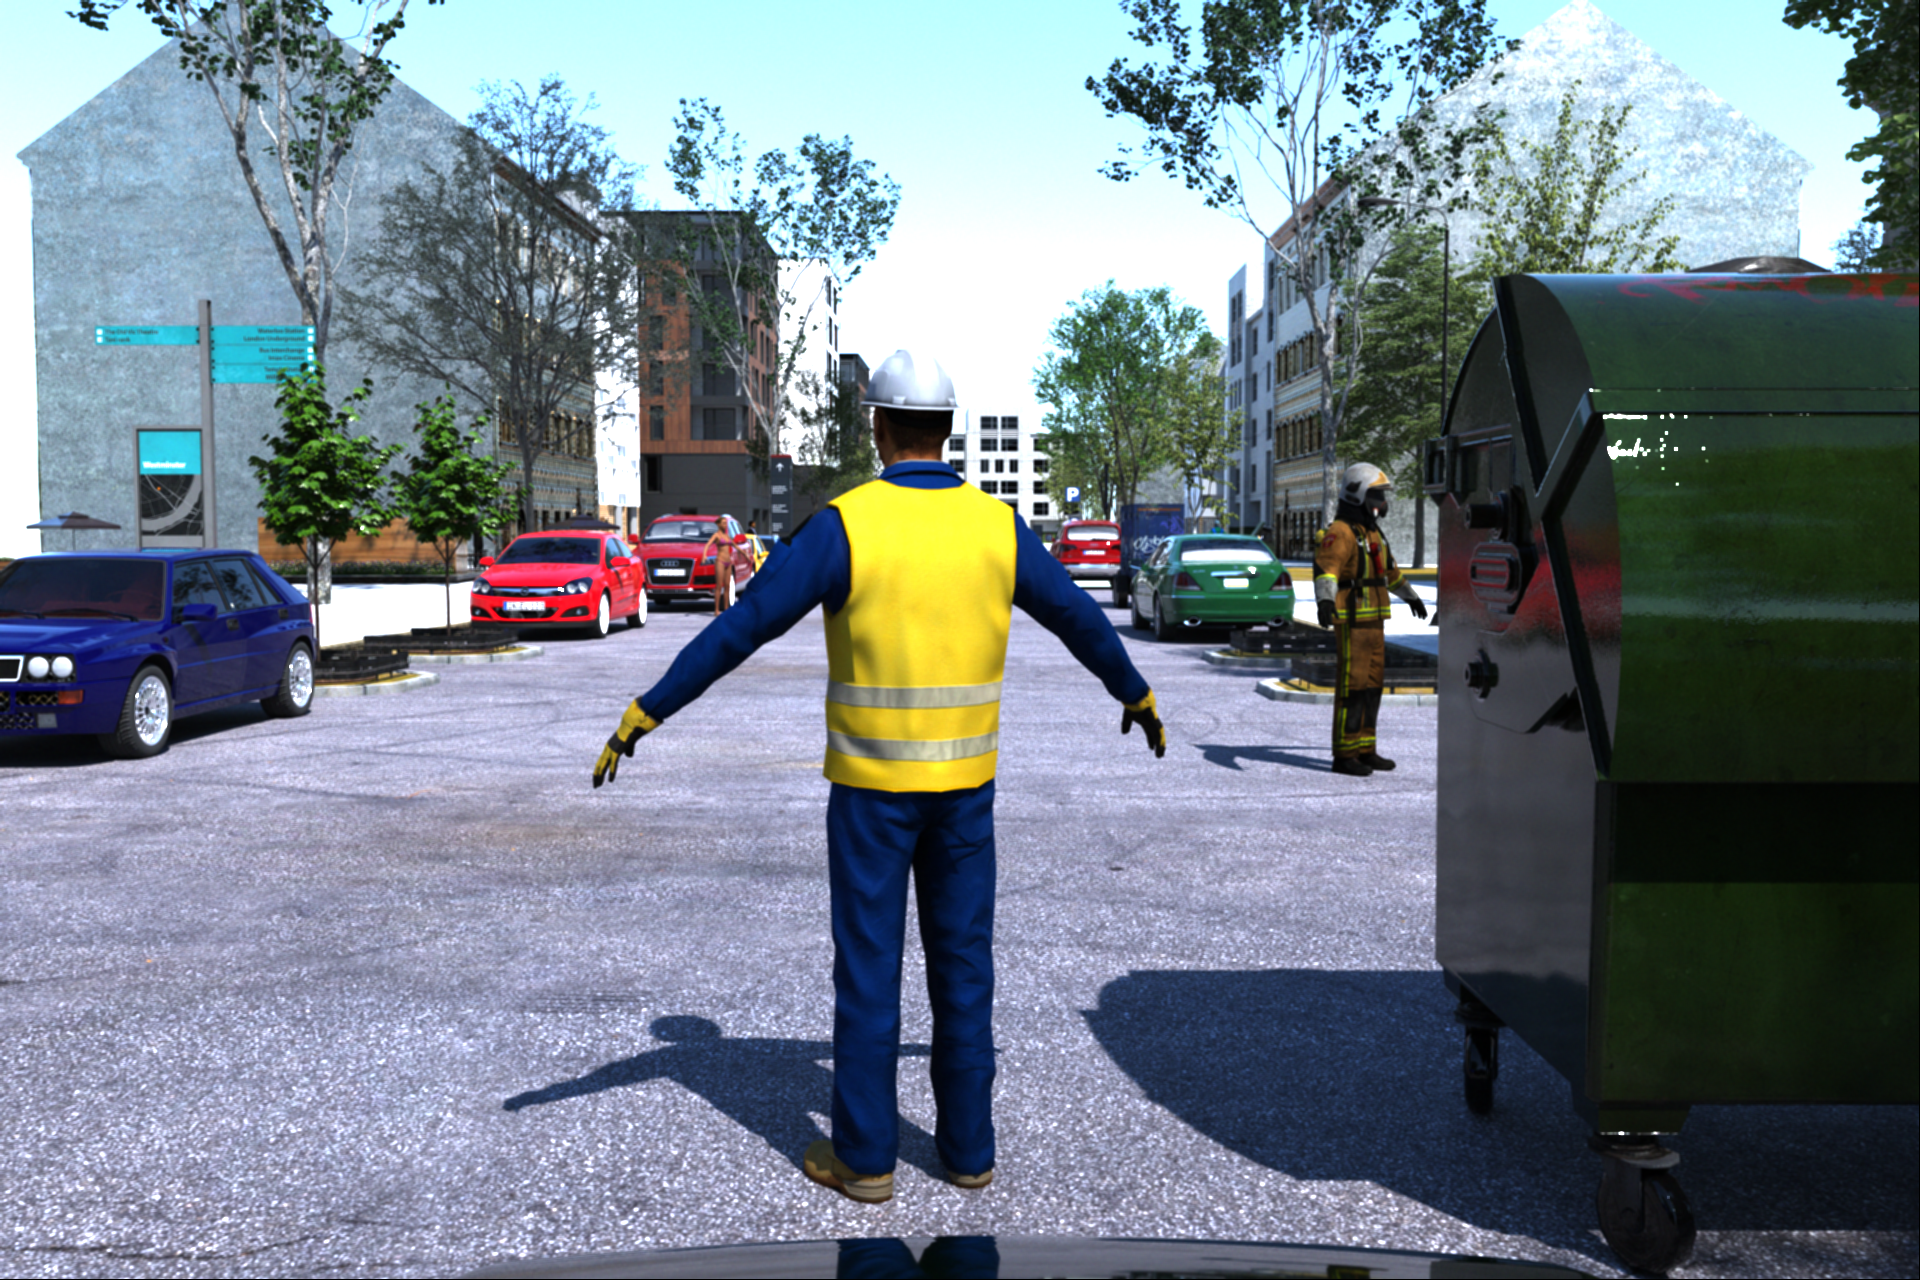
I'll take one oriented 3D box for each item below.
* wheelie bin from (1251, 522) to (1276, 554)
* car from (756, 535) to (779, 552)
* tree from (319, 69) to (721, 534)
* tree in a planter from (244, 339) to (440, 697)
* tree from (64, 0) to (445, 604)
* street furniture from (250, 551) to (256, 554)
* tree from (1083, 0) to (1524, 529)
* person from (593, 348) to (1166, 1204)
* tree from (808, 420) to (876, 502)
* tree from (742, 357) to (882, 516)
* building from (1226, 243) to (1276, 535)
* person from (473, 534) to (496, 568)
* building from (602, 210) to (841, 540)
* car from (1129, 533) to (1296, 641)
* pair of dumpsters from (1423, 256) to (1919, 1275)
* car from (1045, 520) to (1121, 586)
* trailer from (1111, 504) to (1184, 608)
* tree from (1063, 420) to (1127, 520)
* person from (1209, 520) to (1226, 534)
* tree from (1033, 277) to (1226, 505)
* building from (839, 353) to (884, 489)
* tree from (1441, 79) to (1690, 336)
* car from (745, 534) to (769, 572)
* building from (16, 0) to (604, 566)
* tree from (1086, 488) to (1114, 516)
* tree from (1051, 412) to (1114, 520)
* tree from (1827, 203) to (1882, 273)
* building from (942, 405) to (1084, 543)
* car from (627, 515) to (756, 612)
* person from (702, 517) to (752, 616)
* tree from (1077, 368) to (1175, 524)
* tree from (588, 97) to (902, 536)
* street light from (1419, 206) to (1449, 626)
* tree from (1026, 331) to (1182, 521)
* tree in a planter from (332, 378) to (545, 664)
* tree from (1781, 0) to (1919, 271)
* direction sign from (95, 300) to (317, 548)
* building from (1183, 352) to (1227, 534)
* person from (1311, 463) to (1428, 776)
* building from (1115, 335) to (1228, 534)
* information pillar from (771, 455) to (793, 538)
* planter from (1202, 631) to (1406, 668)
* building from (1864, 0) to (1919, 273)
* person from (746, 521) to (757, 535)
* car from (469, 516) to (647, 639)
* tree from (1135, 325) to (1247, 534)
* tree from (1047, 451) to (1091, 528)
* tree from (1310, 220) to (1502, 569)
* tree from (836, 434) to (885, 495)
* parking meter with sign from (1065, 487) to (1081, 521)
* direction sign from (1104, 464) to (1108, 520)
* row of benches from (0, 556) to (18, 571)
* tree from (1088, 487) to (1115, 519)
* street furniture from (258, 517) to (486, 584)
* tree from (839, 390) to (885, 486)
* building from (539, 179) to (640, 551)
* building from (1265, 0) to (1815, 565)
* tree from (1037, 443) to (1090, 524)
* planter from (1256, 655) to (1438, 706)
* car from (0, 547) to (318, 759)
[{"bbox_3d":[7.668,-2.209,44.026,0.693,1.594,0.980,0,4,0],"label":"wheelie bin"},{"bbox_3d":[-5.565,-2.115,46.584,2.014,1.417,4.499,0,4,1],"label":"car"},{"bbox_3d":[-11.546,-8.310,46.245,12.009,13.543,11.850,0,3,0],"label":"tree"},{"bbox_3d":[-5.999,-1.154,16.084,1.991,3.239,1.994,0,4,1],"label":"tree in a planter"},{"bbox_3d":[-13.049,-10.674,30.403,12.611,20.169,13.585,0,3,0],"label":"tree"},{"bbox_3d":[-29.835,-2.777,61.035,10.072,0.657,5.734,0,4,-7],"label":"street furniture"},{"bbox_3d":[8.414,-11.568,45.024,12.611,20.169,13.585,0,3,0],"label":"tree"},{"bbox_3d":[-0.115,0.282,3.817,1.349,1.833,0.705,-1,4,-21],"label":"person"},{"bbox_3d":[-7.688,-9.348,103.209,4.360,8.622,3.978,0,3,0],"label":"tree"},{"bbox_3d":[-7.918,-9.643,92.078,8.767,10.594,7.601,1,4,18],"label":"tree"},{"bbox_3d":[26.809,-14.615,105.409,16.747,18.905,31.486,0,4,1],"label":"building"},{"bbox_3d":[-18.237,-3.635,65.651,0.704,1.802,1.346,3,5,40],"label":"person"},{"bbox_3d":[-23.897,-17.250,126.012,27.936,21.610,32.646,0,4,1],"label":"building"},{"bbox_3d":[3.531,-0.787,24.661,2.131,1.459,4.920,0,4,-1],"label":"car"},{"bbox_3d":[3.331,0.068,3.833,4.436,2.255,1.574,0,4,0],"label":"pair of dumpsters"},{"bbox_3d":[3.451,-2.329,46.748,2.281,1.827,5.304,0,4,1],"label":"car"},{"bbox_3d":[3.739,-1.679,34.502,1.471,1.999,3.904,0,3,0],"label":"trailer"},{"bbox_3d":[8.122,-9.654,108.199,4.737,8.622,4.395,0,3,0],"label":"tree"},{"bbox_3d":[9.863,-3.702,66.656,1.347,1.817,0.704,-1,4,-18],"label":"person"},{"bbox_3d":[6.771,-8.769,69.123,9.928,11.665,9.643,0,3,0],"label":"tree"},{"bbox_3d":[-21.694,-22.523,212.230,27.936,21.610,32.646,0,4,1],"label":"building"},{"bbox_3d":[10.008,-4.822,29.205,4.737,8.622,4.395,0,3,0],"label":"tree"},{"bbox_3d":[-5.463,-1.889,41.111,2.015,1.641,3.980,0,4,1],"label":"car"},{"bbox_3d":[-27.675,-15.115,78.056,19.493,23.208,18.063,0,4,1],"label":"building"},{"bbox_3d":[20.128,-17.920,243.352,4.360,8.622,3.978,0,3,0],"label":"tree"},{"bbox_3d":[7.752,-9.281,102.105,4.360,8.622,3.978,0,3,0],"label":"tree"},{"bbox_3d":[29.073,-8.544,50.061,12.009,13.543,11.850,0,3,0],"label":"tree"},{"bbox_3d":[0.921,-22.957,244.261,31.486,18.905,16.747,0,4,-1],"label":"building"},{"bbox_3d":[-5.210,-1.533,33.733,2.281,1.827,5.304,0,4,0],"label":"car"},{"bbox_3d":[-4.071,-1.276,30.123,0.721,1.733,1.217,2,4,35],"label":"person"},{"bbox_3d":[7.016,-7.680,75.925,4.737,8.622,4.395,0,3,0],"label":"tree"},{"bbox_3d":[-9.594,-13.512,76.811,12.611,20.169,13.585,0,3,0],"label":"tree"},{"bbox_3d":[7.245,-3.146,23.979,1.470,5.913,1.316,0,4,1],"label":"street light"},{"bbox_3d":[7.394,-9.883,87.341,9.928,11.665,9.643,0,3,0],"label":"tree"},{"bbox_3d":[-5.941,-1.394,20.018,1.991,3.239,1.994,0,4,2],"label":"tree in a planter"},{"bbox_3d":[9.533,-5.746,12.068,7.486,12.596,7.792,0,3,0],"label":"tree"},{"bbox_3d":[-8.602,-1.936,20.416,2.525,3.948,1.411,0,4,1],"label":"direction sign"},{"bbox_3d":[28.249,-19.664,177.919,16.016,20.090,11.380,0,4,1],"label":"building"},{"bbox_3d":[2.426,-0.133,10.398,0.705,1.858,1.354,3,4,38],"label":"person"},{"bbox_3d":[27.970,-22.616,200.705,19.493,23.208,18.063,0,4,1],"label":"building"},{"bbox_3d":[-5.846,-4.126,56.842,0.750,3.857,0.750,0,4,2],"label":"information pillar"},{"bbox_3d":[3.776,0.099,19.529,1.991,0.319,1.994,0,3,0],"label":"planter"},{"bbox_3d":[26.491,-14.052,27.021,12.463,27.353,25.104,0,4,0],"label":"building"},{"bbox_3d":[-7.105,-3.252,59.898,0.721,1.740,1.216,1,4,21],"label":"person"},{"bbox_3d":[-5.739,-0.979,25.046,2.155,1.783,4.494,0,4,1],"label":"car"},{"bbox_3d":[8.202,-6.738,60.530,4.737,8.622,4.395,0,3,0],"label":"tree"},{"bbox_3d":[8.540,-11.314,135.341,4.737,8.622,4.395,0,3,0],"label":"tree"},{"bbox_3d":[16.839,-8.900,63.644,7.486,12.596,7.792,0,3,0],"label":"tree"},{"bbox_3d":[-7.151,-10.587,123.454,4.737,8.622,4.395,0,3,0],"label":"tree"},{"bbox_3d":[4.161,-4.111,63.482,0.543,3.016,1.738,0,4,1],"label":"parking meter with sign"},{"bbox_3d":[4.733,-3.925,56.165,0.379,3.537,0.876,0,4,-1],"label":"direction sign"},{"bbox_3d":[-26.844,-2.003,48.219,1.422,0.672,4.104,2,4,26],"label":"row of benches"},{"bbox_3d":[19.803,-17.569,237.619,4.360,8.622,3.978,0,3,0],"label":"tree"},{"bbox_3d":[-17.595,-2.460,47.069,9.812,1.723,11.010,0,4,-6],"label":"street furniture"},{"bbox_3d":[-7.466,-14.527,147.892,12.009,13.543,11.850,0,3,0],"label":"tree"},{"bbox_3d":[-24.881,-14.516,93.759,16.016,20.090,11.380,0,4,1],"label":"building"},{"bbox_3d":[25.381,-15.257,80.376,19.493,23.208,18.063,0,4,0],"label":"building"},{"bbox_3d":[7.402,-10.662,124.693,4.737,8.622,4.395,0,3,0],"label":"tree"},{"bbox_3d":[3.690,0.352,15.382,1.991,0.319,1.994,0,4,0],"label":"planter"},{"bbox_3d":[-6.019,0.018,12.280,1.945,1.354,3.894,0,4,0],"label":"car"}]
